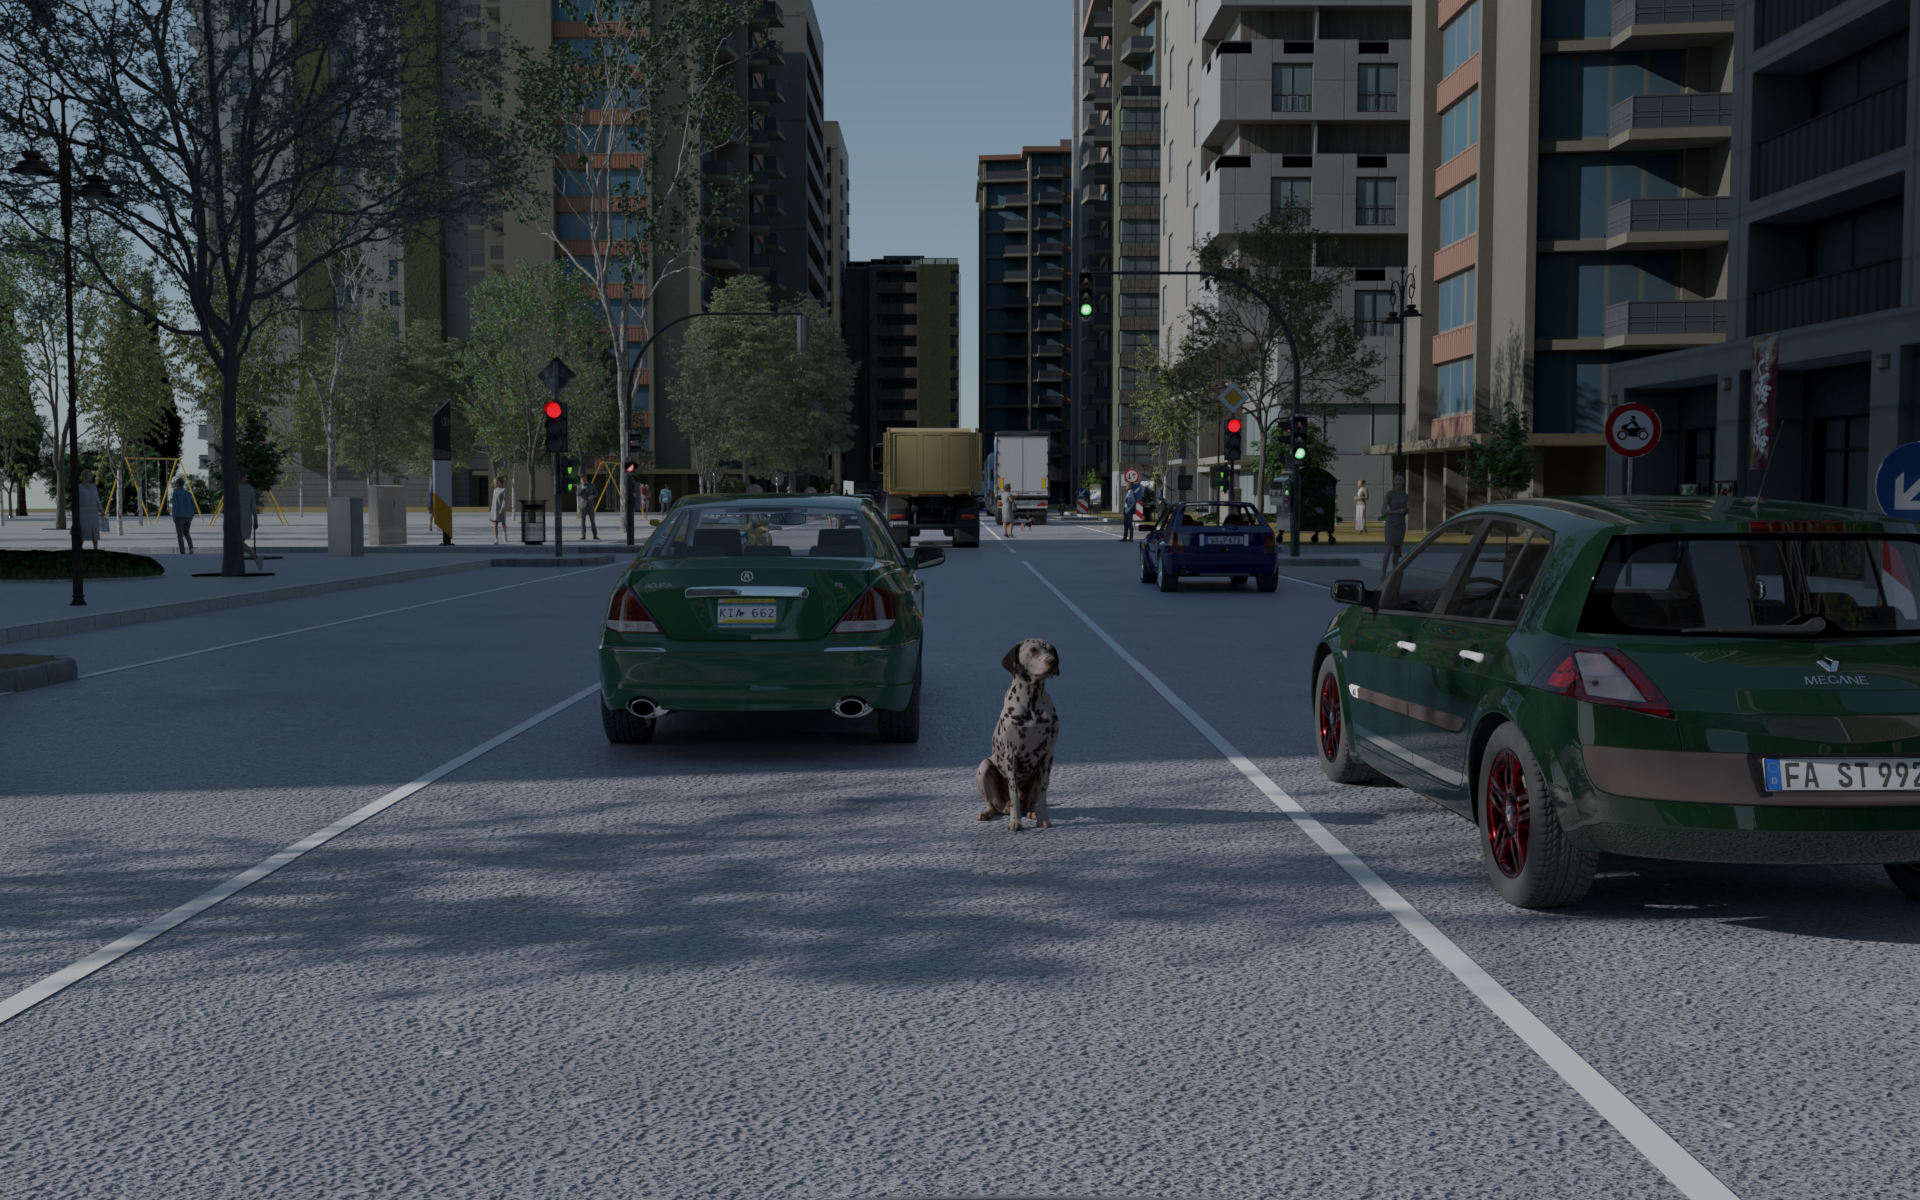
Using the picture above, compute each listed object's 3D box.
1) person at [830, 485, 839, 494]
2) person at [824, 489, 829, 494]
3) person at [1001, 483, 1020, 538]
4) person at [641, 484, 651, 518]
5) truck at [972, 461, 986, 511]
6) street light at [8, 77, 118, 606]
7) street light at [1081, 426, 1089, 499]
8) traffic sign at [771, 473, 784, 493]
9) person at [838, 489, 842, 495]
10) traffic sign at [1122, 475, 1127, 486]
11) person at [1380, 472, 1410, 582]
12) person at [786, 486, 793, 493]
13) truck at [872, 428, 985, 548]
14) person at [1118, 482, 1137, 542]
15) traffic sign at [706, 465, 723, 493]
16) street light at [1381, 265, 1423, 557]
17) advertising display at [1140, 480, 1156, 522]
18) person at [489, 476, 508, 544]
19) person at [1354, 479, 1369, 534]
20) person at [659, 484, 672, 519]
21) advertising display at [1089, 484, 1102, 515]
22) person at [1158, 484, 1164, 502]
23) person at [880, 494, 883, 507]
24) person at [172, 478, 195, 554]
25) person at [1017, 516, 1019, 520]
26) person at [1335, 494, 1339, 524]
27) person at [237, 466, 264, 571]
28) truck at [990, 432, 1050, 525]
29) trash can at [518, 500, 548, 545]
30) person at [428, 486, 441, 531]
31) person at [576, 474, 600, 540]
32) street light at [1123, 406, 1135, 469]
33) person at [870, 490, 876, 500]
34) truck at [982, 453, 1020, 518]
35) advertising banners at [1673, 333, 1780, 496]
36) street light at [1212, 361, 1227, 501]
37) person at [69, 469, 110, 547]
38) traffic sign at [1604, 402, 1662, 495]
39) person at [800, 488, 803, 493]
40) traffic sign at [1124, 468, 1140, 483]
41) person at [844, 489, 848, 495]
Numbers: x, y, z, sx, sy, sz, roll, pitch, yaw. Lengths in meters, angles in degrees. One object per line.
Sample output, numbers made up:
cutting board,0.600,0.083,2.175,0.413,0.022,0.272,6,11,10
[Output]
person,-4.805,-3.496,65.912,0.529,1.795,0.600,3,5,42
person,-8.406,-6.203,110.514,0.593,1.750,0.643,-3,5,-41
person,1.692,-2.929,56.751,0.532,1.782,0.716,-2,4,-33
person,-17.231,-5.421,94.645,0.573,1.828,0.580,2,4,32
truck,2.410,-9.961,151.773,2.839,4.237,11.283,0,4,-2
street light,-10.178,-2.877,19.820,0.468,5.910,1.993,0,4,0
street light,8.563,-8.898,118.276,0.468,5.910,1.993,0,4,0
traffic sign,-10.952,-6.352,103.958,0.768,2.556,0.104,0,4,1
person,-13.339,-11.304,190.958,1.348,1.812,0.705,3,4,37
traffic sign,8.697,-5.376,90.023,0.606,2.300,0.079,0,4,4
person,6.893,-1.134,27.376,0.599,1.781,0.374,-2,4,-24
person,-8.033,-4.437,81.274,0.641,1.798,0.478,0,4,-5
truck,-0.854,-3.283,49.600,3.469,3.379,9.791,0,4,-2
person,5.071,-2.647,51.958,0.419,1.800,0.721,-1,4,-22
traffic sign,-10.919,-4.711,77.129,0.768,2.556,0.104,0,4,3
street light,8.934,-3.813,35.132,0.468,5.910,1.993,0,4,0
advertising display,8.738,-4.604,80.492,0.123,1.923,0.974,-3,4,-38
person,-11.847,-2.308,44.535,0.466,1.731,0.760,0,4,-3
person,12.754,-2.970,55.156,0.362,1.759,0.519,-1,4,-22
person,-15.383,-5.158,90.402,0.660,1.820,0.620,0,4,3
advertising display,8.465,-6.286,107.990,0.123,1.923,0.974,-3,5,-43
person,10.464,-5.114,89.838,0.419,1.800,0.721,0,4,7
person,-8.586,-10.677,186.295,0.991,1.433,0.599,-3,5,-44
person,-17.101,-1.792,38.144,0.444,1.785,0.601,3,4,37
person,3.077,-5.225,94.348,0.534,1.772,0.576,3,5,44
person,15.758,-3.831,72.925,0.590,1.304,0.306,-2,4,-25
person,-11.703,-1.317,28.333,0.760,1.731,0.466,1,4,15
truck,2.885,-5.779,83.397,2.839,4.237,11.283,0,4,1
trash can,-10.763,-1.959,43.683,0.748,1.137,0.748,0,3,0
person,-18.129,-3.291,59.867,0.581,1.822,0.654,-2,4,-33
person,-10.459,-2.623,48.731,0.655,1.846,0.447,-1,4,-17
street light,8.646,-7.090,88.703,0.468,5.910,1.993,0,4,0
person,-8.029,-9.120,157.629,0.705,1.821,1.348,2,4,35
truck,3.231,-7.203,107.535,2.967,4.110,18.799,0,4,-2
advertising banners,8.779,-1.451,19.908,0.090,3.025,2.074,0,4,-6
street light,8.745,-5.246,58.556,0.468,5.910,1.993,0,4,0
person,-17.513,-1.739,34.820,0.694,1.780,0.624,-3,4,-36
traffic sign,9.348,-1.471,24.149,0.768,2.556,0.104,0,4,6
person,-12.620,-7.959,136.895,0.721,1.735,1.217,2,4,26
traffic sign,8.517,-5.250,85.950,0.768,2.556,0.104,0,4,4
person,-10.912,-9.695,165.275,0.721,1.735,1.217,-2,4,-33
